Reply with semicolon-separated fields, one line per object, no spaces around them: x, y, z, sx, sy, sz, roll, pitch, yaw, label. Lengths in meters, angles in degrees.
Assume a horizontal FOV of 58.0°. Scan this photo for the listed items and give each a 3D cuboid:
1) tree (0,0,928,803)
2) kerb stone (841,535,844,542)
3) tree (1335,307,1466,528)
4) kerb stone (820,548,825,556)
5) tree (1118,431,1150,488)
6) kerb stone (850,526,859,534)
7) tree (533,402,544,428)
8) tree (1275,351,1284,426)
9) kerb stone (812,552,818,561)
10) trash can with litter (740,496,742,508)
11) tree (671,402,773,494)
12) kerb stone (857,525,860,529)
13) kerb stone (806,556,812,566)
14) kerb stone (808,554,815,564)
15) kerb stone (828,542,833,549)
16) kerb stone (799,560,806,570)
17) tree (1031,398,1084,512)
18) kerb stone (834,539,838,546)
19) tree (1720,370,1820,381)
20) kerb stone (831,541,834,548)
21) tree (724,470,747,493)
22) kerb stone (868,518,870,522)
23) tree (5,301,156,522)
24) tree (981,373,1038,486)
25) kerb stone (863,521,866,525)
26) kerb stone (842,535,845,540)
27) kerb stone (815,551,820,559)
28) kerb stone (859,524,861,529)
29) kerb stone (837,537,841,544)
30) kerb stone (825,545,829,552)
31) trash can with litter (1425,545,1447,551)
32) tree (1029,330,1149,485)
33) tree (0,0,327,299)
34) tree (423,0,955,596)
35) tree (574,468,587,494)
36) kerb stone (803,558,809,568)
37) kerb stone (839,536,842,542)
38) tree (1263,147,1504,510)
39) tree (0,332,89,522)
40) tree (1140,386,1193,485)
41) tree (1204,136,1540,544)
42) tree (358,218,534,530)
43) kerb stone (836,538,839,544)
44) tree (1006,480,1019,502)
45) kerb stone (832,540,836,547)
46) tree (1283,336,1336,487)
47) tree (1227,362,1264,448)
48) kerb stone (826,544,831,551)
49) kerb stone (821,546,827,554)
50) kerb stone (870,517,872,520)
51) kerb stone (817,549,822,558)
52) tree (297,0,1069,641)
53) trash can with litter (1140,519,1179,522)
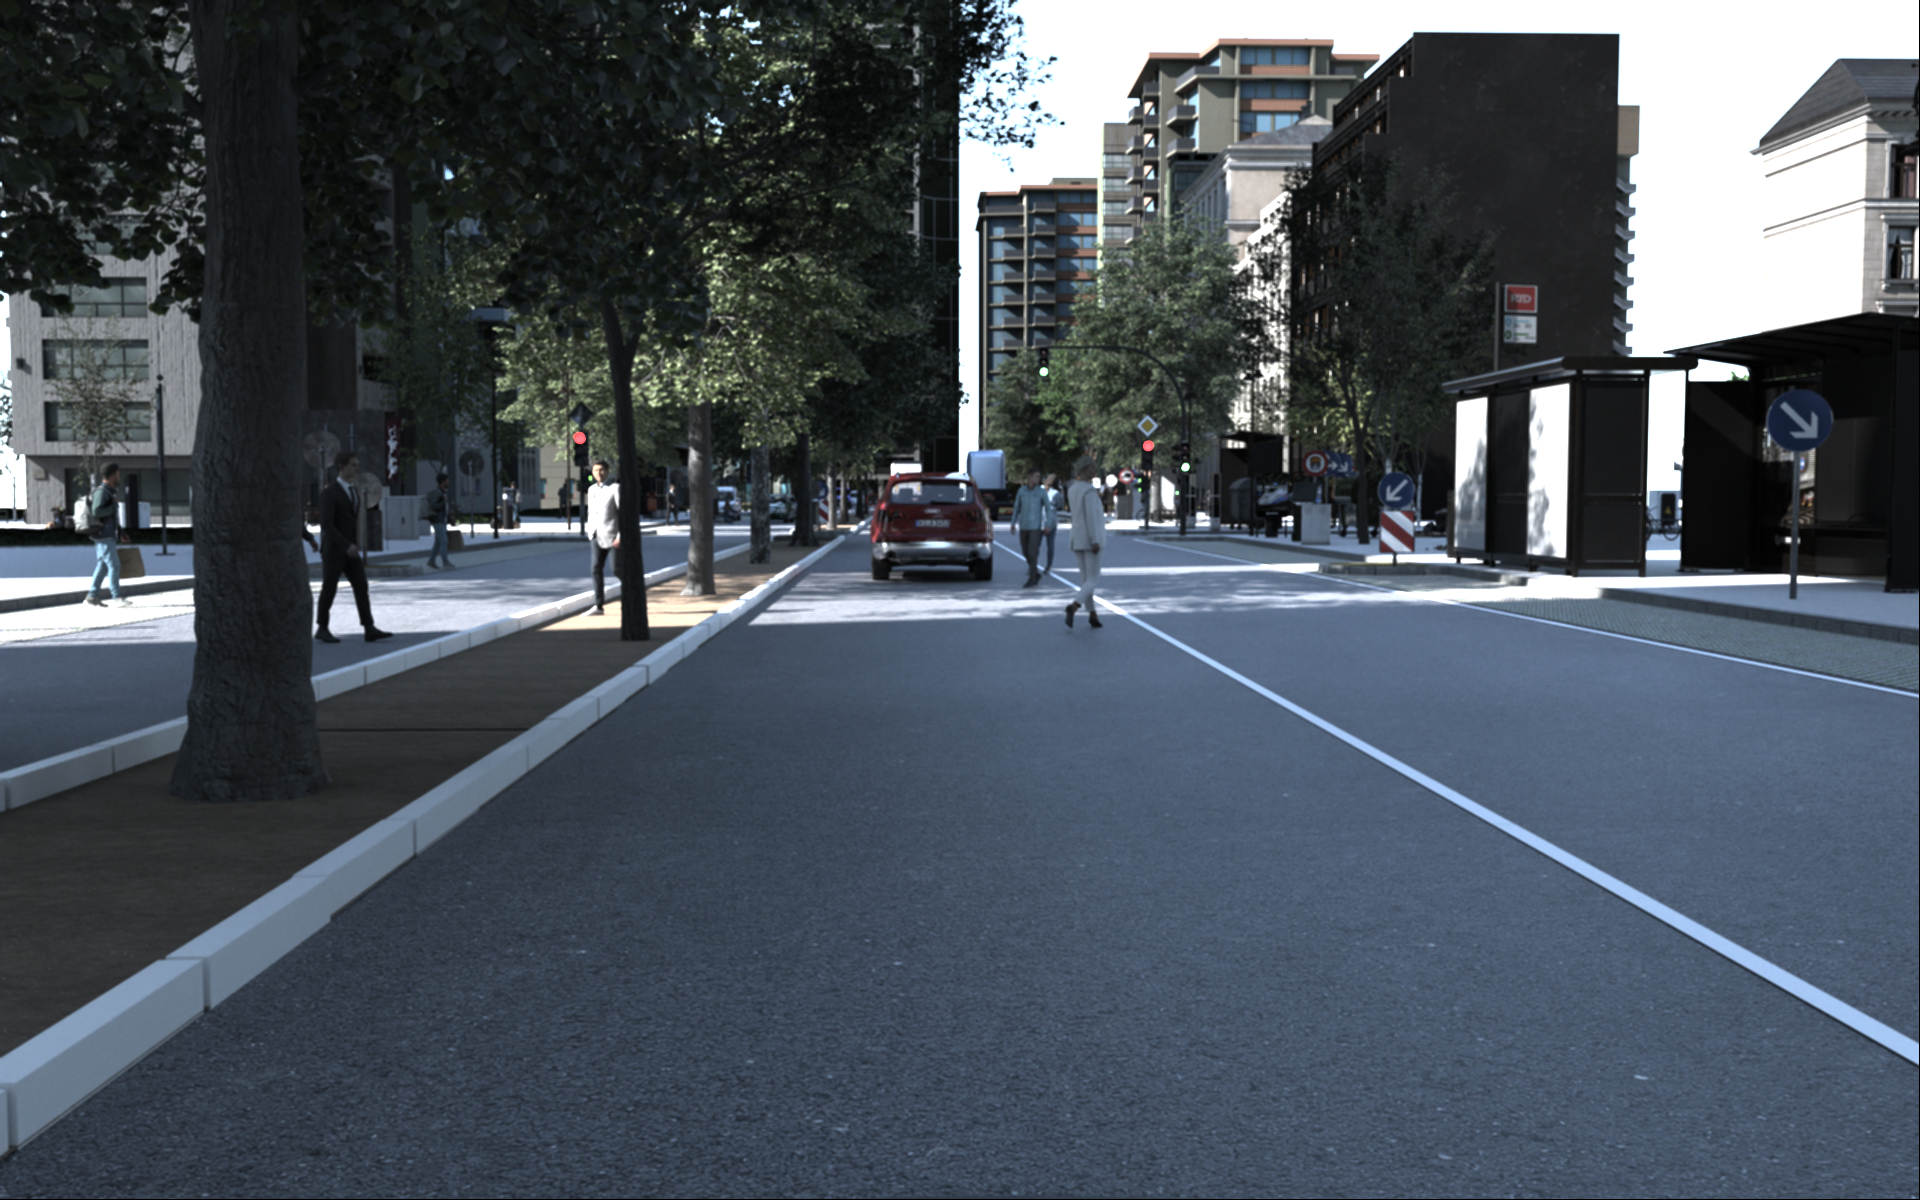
-3.429;-6.048;8.001;9.857;13.997;8.962;0;3;0;tree
-3.537;-1.724;50.378;0.120;0.150;1.000;0;4;-2;kerb stone
17.167;-7.017;65.088;4.737;8.622;4.395;0;3;0;tree
-3.187;-1.035;39.110;0.120;0.150;1.000;0;4;-2;kerb stone
12.908;-10.975;129.799;4.360;8.622;3.978;0;3;0;tree
-3.985;-2.633;65.257;0.120;0.150;1.000;0;4;-2;kerb stone
-22.816;-8.287;85.851;4.737;8.622;4.395;0;3;0;tree
16.629;-8.029;81.641;4.737;8.622;4.395;0;3;0;tree
-3.102;-0.846;36.040;0.120;0.150;1.000;0;4;-2;kerb stone
-17.139;-7.461;133.376;0.624;1.170;1.055;-1;4;-14;trash can with litter
-16.768;-12.032;122.483;9.928;11.665;9.643;0;3;0;tree
-4.016;-2.696;66.282;0.120;0.150;1.000;0;4;-2;kerb stone
-3.039;-0.714;33.998;0.120;0.150;1.000;0;4;-2;kerb stone
-3.067;-0.780;35.019;0.120;0.150;1.000;0;4;-2;kerb stone
-3.317;-1.286;43.216;0.120;0.150;1.000;0;4;-2;kerb stone
-2.983;-0.597;31.953;0.120;0.150;1.000;0;4;-2;kerb stone
7.463;-10.795;126.868;4.737;8.622;4.395;0;3;0;tree
-3.408;-1.473;46.283;0.120;0.150;1.000;0;4;-2;kerb stone
17.923;-3.297;37.620;4.285;4.588;4.351;0;3;0;tree
-3.354;-1.348;44.239;0.120;0.150;1.000;0;4;-2;kerb stone
-16.555;-8.176;128.281;1.663;3.219;1.824;0;3;0;tree
-4.552;-3.764;83.731;0.120;0.150;1.000;0;4;-2;kerb stone
-33.381;-7.128;66.912;4.360;8.622;3.978;0;3;0;tree
6.281;-15.943;171.030;12.009;13.543;11.850;0;3;0;tree
-4.300;-3.254;75.505;0.120;0.150;1.000;0;4;-2;kerb stone
-3.572;-1.786;51.399;0.120;0.150;1.000;0;4;-2;kerb stone
-3.132;-0.905;37.068;0.120;0.150;1.000;0;4;-2;kerb stone
-4.083;-2.819;68.336;0.120;0.150;1.000;0;4;-2;kerb stone
-3.480;-1.598;48.330;0.120;0.150;1.000;0;4;-2;kerb stone
-3.252;-1.153;41.161;0.120;0.150;1.000;0;4;-2;kerb stone
11.488;-1.753;39.726;1.678;1.210;2.233;0;3;0;trash can with litter
8.217;-11.052;106.454;9.928;11.665;9.643;0;3;0;tree
-13.865;-6.883;22.902;12.009;13.543;11.850;0;3;0;tree
-3.780;-6.355;24.482;7.486;12.596;7.792;0;3;0;tree
-26.666;-7.889;123.584;1.663;3.219;1.824;0;3;0;tree
-3.008;-0.659;32.974;0.120;0.150;1.000;0;4;-2;kerb stone
-3.506;-1.661;49.356;0.120;0.150;1.000;0;4;-2;kerb stone
9.610;-5.355;37.914;4.360;8.622;3.978;0;3;0;tree
-43.868;-7.953;80.396;4.360;8.622;3.978;0;3;0;tree
14.365;-10.300;118.762;4.737;8.622;4.395;0;3;0;tree
10.465;-6.732;44.485;8.767;10.594;7.601;1;4;11;tree
-13.717;-5.832;45.716;4.737;8.622;4.395;0;3;0;tree
-3.442;-1.536;47.305;0.120;0.150;1.000;0;4;-2;kerb stone
5.628;-12.182;193.777;1.663;3.219;1.824;0;3;0;tree
-3.382;-1.411;45.262;0.120;0.150;1.000;0;4;-2;kerb stone
17.029;-7.692;76.129;4.737;8.622;4.395;0;3;0;tree
15.716;-8.547;90.101;4.360;8.622;3.978;0;3;0;tree
-3.290;-1.223;42.189;0.120;0.150;1.000;0;4;-2;kerb stone
-3.226;-1.097;40.132;0.120;0.150;1.000;0;4;-2;kerb stone
-4.673;-4.012;87.818;0.120;0.150;1.000;0;4;-2;kerb stone
-3.167;-0.972;38.089;0.120;0.150;1.000;0;4;-2;kerb stone
-3.156;-4.897;16.929;8.767;10.594;7.601;0;4;-2;tree
9.040;-4.227;80.166;1.678;1.210;2.233;-1;4;-18;trash can with litter
